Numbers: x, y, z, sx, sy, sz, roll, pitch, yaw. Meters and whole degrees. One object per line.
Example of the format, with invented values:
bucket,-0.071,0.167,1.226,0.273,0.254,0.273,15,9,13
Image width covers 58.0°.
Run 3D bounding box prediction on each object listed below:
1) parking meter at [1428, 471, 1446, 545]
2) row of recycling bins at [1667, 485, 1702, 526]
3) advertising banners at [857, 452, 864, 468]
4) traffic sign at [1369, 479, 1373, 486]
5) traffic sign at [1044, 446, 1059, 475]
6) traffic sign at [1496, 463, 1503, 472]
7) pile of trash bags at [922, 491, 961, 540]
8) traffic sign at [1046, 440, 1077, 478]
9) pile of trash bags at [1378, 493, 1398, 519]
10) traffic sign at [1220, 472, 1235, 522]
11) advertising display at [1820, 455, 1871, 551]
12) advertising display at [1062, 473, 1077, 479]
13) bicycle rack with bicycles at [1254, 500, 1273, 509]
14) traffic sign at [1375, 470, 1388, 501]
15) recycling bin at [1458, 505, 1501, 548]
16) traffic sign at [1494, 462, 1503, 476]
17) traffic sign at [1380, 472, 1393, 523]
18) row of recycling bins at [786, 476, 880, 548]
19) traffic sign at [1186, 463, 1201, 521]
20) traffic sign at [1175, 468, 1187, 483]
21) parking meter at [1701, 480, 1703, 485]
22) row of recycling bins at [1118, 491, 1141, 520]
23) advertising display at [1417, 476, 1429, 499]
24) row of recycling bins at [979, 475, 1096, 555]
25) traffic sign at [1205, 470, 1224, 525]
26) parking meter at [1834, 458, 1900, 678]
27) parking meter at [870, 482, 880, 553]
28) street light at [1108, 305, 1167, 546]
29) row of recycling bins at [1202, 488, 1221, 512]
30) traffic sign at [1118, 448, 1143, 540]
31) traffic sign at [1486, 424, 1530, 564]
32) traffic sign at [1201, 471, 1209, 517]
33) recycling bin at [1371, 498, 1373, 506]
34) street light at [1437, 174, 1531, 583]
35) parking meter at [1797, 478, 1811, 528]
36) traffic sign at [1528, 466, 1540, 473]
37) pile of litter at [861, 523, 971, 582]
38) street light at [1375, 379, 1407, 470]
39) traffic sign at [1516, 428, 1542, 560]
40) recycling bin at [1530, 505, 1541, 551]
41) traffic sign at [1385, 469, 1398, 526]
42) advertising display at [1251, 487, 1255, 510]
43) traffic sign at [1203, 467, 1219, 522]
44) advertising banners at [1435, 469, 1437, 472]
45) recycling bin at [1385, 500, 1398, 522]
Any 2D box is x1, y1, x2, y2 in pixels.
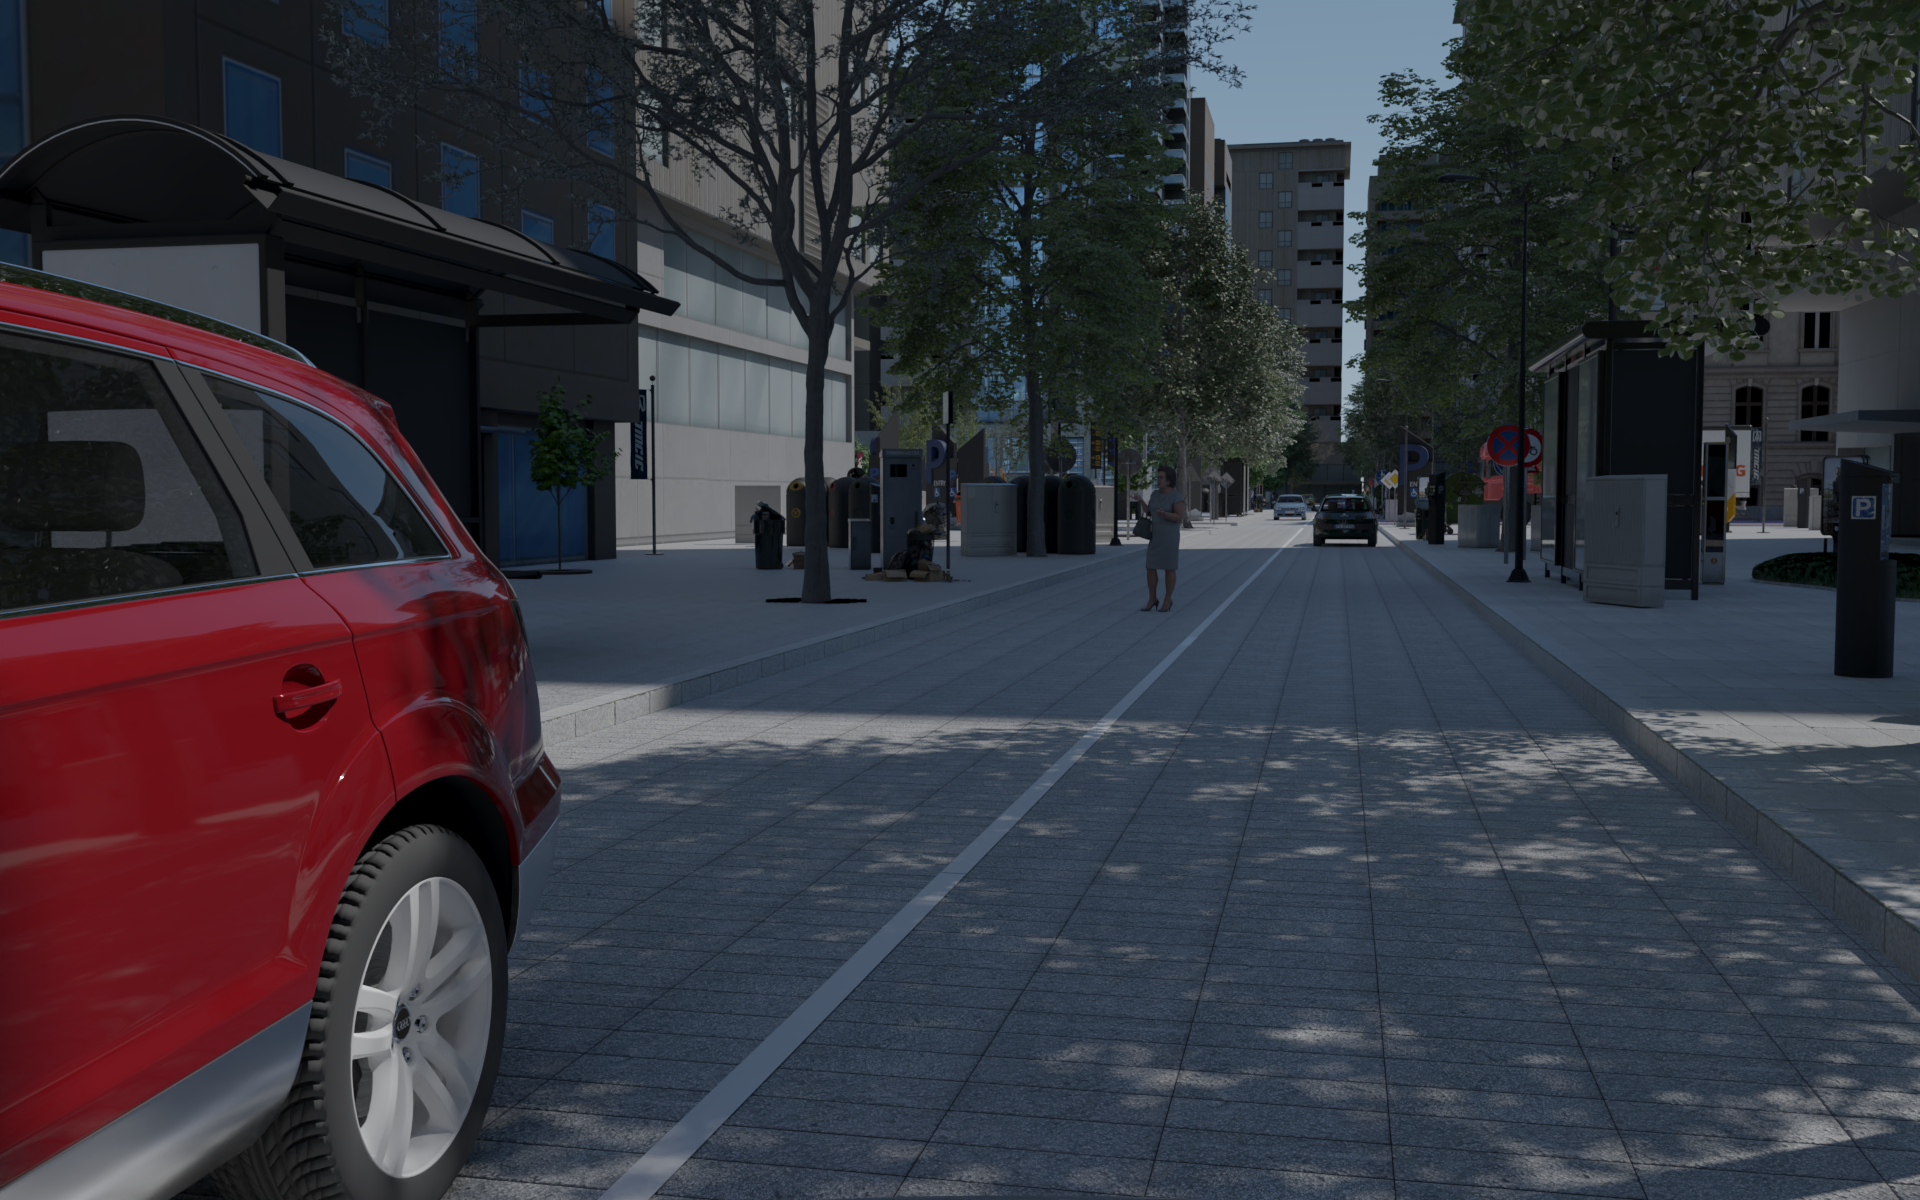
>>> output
parking meter,12.140,-2.350,44.126,0.399,1.863,0.255,-2,4,-32
row of recycling bins,23.189,-3.099,57.786,1.069,1.692,3.534,-2,4,-32
advertising banners,-4.512,-4.587,71.180,0.090,3.025,2.074,2,4,29
traffic sign,28.761,-7.342,120.145,0.768,2.556,0.104,1,4,21
traffic sign,2.419,-2.788,45.690,0.768,2.556,0.104,1,4,18
traffic sign,13.781,-2.645,43.349,0.768,2.556,0.104,1,4,20
pile of trash bags,-0.889,-2.342,48.038,3.447,1.369,1.912,3,5,42
traffic sign,2.376,-2.494,40.889,0.768,2.556,0.104,1,4,21
pile of trash bags,22.232,-4.777,87.859,1.912,1.369,3.447,1,4,10
traffic sign,12.201,-4.630,79.348,0.795,2.450,0.064,1,4,12
advertising display,14.670,-1.438,28.728,0.123,1.923,0.974,-1,4,-13
advertising display,3.265,-2.986,54.040,0.974,1.923,0.123,-3,4,-36
bicycle rack with bicycles,25.009,-8.141,146.480,2.925,0.926,2.852,0,4,8
traffic sign,22.575,-5.651,92.504,0.768,2.556,0.104,1,4,19
recycling bin,12.424,-1.768,41.465,0.722,1.027,0.722,-2,4,-26
traffic sign,15.787,-3.052,50.013,0.768,2.556,0.104,1,4,13
traffic sign,19.275,-4.535,77.792,0.795,2.450,0.064,1,4,12
row of recycling bins,-3.009,-2.118,41.747,1.069,1.692,3.534,-3,4,-39
traffic sign,9.566,-4.404,72.003,0.884,2.594,0.081,1,4,20
traffic sign,10.006,-4.869,79.615,0.884,2.594,0.081,1,4,16
parking meter,29.233,-3.834,68.394,0.399,1.863,0.255,2,4,31
row of recycling bins,7.796,-4.839,86.222,3.534,1.692,1.069,1,4,19
advertising display,17.036,-3.519,62.742,0.974,1.923,0.123,-1,4,-8
row of recycling bins,1.644,-1.889,37.994,1.069,1.692,3.534,-3,5,-40
traffic sign,10.501,-4.153,71.545,0.795,2.450,0.064,1,4,12
parking meter,6.380,-0.231,12.186,0.372,1.533,0.369,0,3,0
parking meter,-1.772,-1.787,37.629,0.372,1.533,0.369,0,3,0
street light,4.394,-4.294,42.743,1.470,5.913,1.316,1,4,12
row of recycling bins,17.619,-7.029,122.039,1.069,1.692,3.534,-3,5,-45
traffic sign,4.679,-2.937,48.121,0.768,2.556,0.104,1,4,13
traffic sign,10.031,-1.935,31.738,0.768,2.556,0.104,1,4,16
traffic sign,13.693,-6.008,98.231,0.884,2.594,0.081,1,4,17
recycling bin,29.376,-6.775,123.331,0.722,1.027,0.722,2,4,28
street light,7.610,-3.219,25.171,1.470,5.913,1.316,1,4,12
parking meter,31.548,-3.612,64.772,0.255,1.863,0.399,-2,4,-24
traffic sign,14.348,-2.707,44.264,0.884,2.594,0.081,1,4,20
pile of litter,-0.671,-0.714,25.639,1.719,0.858,1.176,3,5,44
street light,17.458,-5.959,69.967,1.470,5.913,1.316,1,4,12
traffic sign,10.978,-2.052,33.649,0.768,2.556,0.104,1,4,15
recycling bin,13.315,-1.609,38.855,0.722,1.027,0.722,-2,4,-24
traffic sign,17.576,-4.058,69.989,0.795,2.450,0.064,1,4,12
advertising display,23.275,-8.099,137.637,0.123,1.923,0.974,0,4,-4
traffic sign,11.592,-4.890,80.050,0.768,2.556,0.104,1,4,19
advertising banners,33.838,-7.820,124.047,0.090,3.025,2.074,0,4,-1
recycling bin,19.959,-4.092,79.456,0.722,1.027,0.722,2,4,28
